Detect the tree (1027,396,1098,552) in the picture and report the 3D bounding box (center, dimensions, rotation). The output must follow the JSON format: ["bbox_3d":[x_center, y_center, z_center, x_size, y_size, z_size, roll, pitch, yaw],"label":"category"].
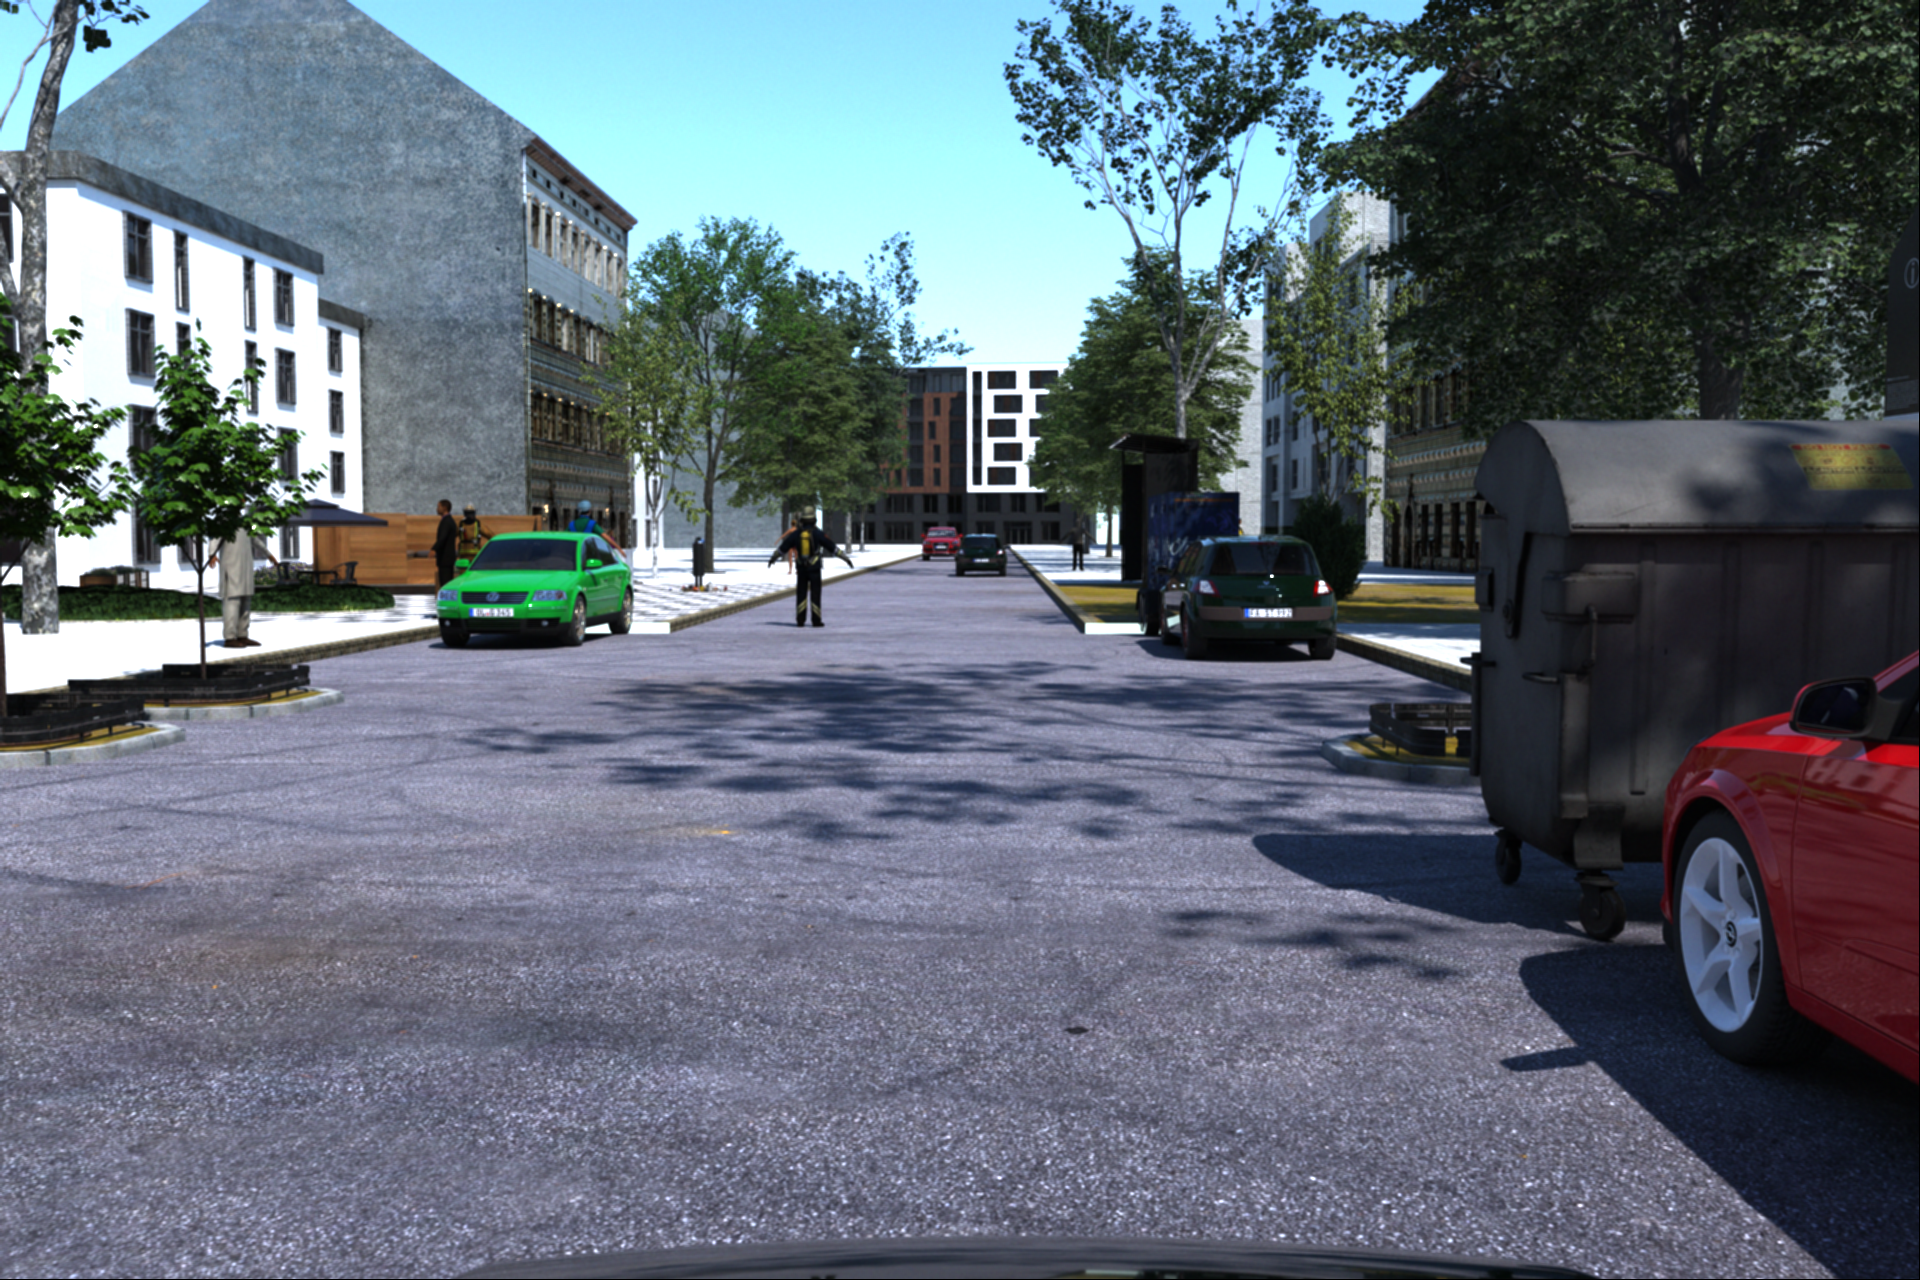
[{"bbox_3d":[8.637,-12.137,124.202,9.928,11.665,9.643,0,3,0],"label":"tree"}]

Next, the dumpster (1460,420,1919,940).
[{"bbox_3d":[2.962,0.100,6.573,1.865,1.857,1.264,0,4,0],"label":"dumpster"}]

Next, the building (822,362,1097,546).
[{"bbox_3d":[0.616,-22.869,220.332,32.646,21.610,27.936,0,4,8],"label":"building"}]

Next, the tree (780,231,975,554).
[{"bbox_3d":[-5.836,-15.422,108.038,12.611,20.169,13.585,0,3,0],"label":"tree"}]

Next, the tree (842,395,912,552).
[{"bbox_3d":[-7.063,-12.301,126.881,9.928,11.665,9.643,0,3,0],"label":"tree"}]

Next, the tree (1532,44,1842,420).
[{"bbox_3d":[16.425,-7.513,40.966,7.486,12.596,7.792,0,3,0],"label":"tree"}]

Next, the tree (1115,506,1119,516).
[{"bbox_3d":[21.734,-16.621,222.117,4.737,8.622,4.395,0,3,0],"label":"tree"}]

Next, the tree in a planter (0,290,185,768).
[{"bbox_3d":[-6.359,-0.868,11.418,1.991,3.239,1.994,0,4,1],"label":"tree in a planter"}]

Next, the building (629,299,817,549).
[{"bbox_3d":[-23.567,-20.110,159.719,19.493,23.208,18.063,0,4,2],"label":"building"}]

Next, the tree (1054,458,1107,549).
[{"bbox_3d":[8.552,-10.288,118.568,4.360,8.622,3.978,0,3,0],"label":"tree"}]

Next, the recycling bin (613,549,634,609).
[{"bbox_3d":[-5.973,-1.032,29.434,0.722,1.027,0.722,0,4,2],"label":"recycling bin"}]

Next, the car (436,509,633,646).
[{"bbox_3d":[-5.675,-0.899,23.495,1.959,1.807,4.718,0,4,1],"label":"car"}]

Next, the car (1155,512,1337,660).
[{"bbox_3d":[3.440,-0.696,21.171,2.009,1.686,4.222,0,4,1],"label":"car"}]

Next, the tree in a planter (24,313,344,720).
[{"bbox_3d":[-6.255,-1.040,14.219,1.991,3.239,1.994,0,4,1],"label":"tree in a planter"}]

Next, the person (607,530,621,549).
[{"bbox_3d":[-12.136,-3.136,60.544,0.599,1.433,0.991,1,4,19],"label":"person"}]

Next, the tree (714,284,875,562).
[{"bbox_3d":[-7.607,-9.848,79.143,7.486,12.596,7.792,0,3,0],"label":"tree"}]

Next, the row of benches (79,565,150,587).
[{"bbox_3d":[-16.135,-1.078,33.093,1.422,0.672,4.104,-1,4,-17],"label":"row of benches"}]

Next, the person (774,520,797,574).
[{"bbox_3d":[-5.364,-2.972,55.395,1.217,1.733,0.721,-2,4,-31],"label":"person"}]

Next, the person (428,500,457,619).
[{"bbox_3d":[-7.824,-1.226,26.270,0.704,1.802,1.346,0,4,-6],"label":"person"}]

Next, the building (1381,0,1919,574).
[{"bbox_3d":[25.657,-13.881,57.881,19.493,23.208,18.063,0,4,1],"label":"building"}]

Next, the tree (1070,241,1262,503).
[{"bbox_3d":[7.982,-9.165,67.970,7.486,12.596,7.792,0,3,0],"label":"tree"}]

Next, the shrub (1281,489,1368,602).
[{"bbox_3d":[6.312,-1.621,30.546,1.661,2.075,1.752,0,3,0],"label":"shrub"}]

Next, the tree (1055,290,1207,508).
[{"bbox_3d":[7.800,-9.993,81.518,7.486,12.596,7.792,0,3,0],"label":"tree"}]

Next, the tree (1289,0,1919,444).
[{"bbox_3d":[9.038,-6.974,20.678,9.857,13.997,8.962,0,3,0],"label":"tree"}]

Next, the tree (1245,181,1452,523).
[{"bbox_3d":[7.851,-5.249,36.176,4.737,8.622,4.395,0,3,0],"label":"tree"}]

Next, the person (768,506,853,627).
[{"bbox_3d":[-2.325,-1.130,26.712,1.354,1.856,0.705,1,4,9],"label":"person"}]

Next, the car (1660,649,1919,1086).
[{"bbox_3d":[2.942,0.344,3.416,2.155,1.783,4.494,0,4,1],"label":"car"}]

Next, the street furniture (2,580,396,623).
[{"bbox_3d":[-14.529,-0.734,27.627,10.072,0.657,5.734,0,4,-2],"label":"street furniture"}]

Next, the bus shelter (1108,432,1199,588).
[{"bbox_3d":[4.775,-3.172,43.150,1.731,3.624,6.357,0,4,1],"label":"bus shelter"}]

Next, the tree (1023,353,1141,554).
[{"bbox_3d":[7.756,-11.690,109.260,7.486,12.596,7.792,0,3,0],"label":"tree"}]

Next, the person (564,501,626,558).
[{"bbox_3d":[-5.971,-1.319,27.697,1.347,1.817,0.704,1,4,21],"label":"person"}]

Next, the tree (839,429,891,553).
[{"bbox_3d":[-6.679,-10.236,117.716,4.360,8.622,3.978,0,3,0],"label":"tree"}]

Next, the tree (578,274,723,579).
[{"bbox_3d":[-8.651,-6.027,48.896,4.737,8.622,4.395,0,3,0],"label":"tree"}]

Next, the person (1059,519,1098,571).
[{"bbox_3d":[4.143,-3.339,60.724,1.348,1.813,0.705,1,4,8],"label":"person"}]

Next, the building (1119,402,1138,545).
[{"bbox_3d":[26.876,-19.686,188.317,16.747,18.905,31.486,0,4,1],"label":"building"}]

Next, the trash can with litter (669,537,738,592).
[{"bbox_3d":[-5.733,-1.718,39.151,1.678,1.210,2.233,0,4,2],"label":"trash can with litter"}]

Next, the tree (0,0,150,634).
[{"bbox_3d":[-13.160,-10.188,22.456,12.611,20.169,13.585,0,3,0],"label":"tree"}]

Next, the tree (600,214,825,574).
[{"bbox_3d":[-8.121,-7.985,56.305,9.928,11.665,9.643,0,3,0],"label":"tree"}]

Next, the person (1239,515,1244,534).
[{"bbox_3d":[8.016,-2.689,49.937,0.705,1.833,1.349,3,4,37],"label":"person"}]

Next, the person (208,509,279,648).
[{"bbox_3d":[-8.175,-0.828,19.630,0.704,1.819,1.344,0,4,8],"label":"person"}]

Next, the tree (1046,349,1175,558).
[{"bbox_3d":[8.169,-10.246,93.279,9.928,11.665,9.643,0,3,0],"label":"tree"}]

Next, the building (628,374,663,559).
[{"bbox_3d":[-21.451,-9.615,99.348,9.099,9.664,28.070,0,4,0],"label":"building"}]

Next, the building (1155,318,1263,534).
[{"bbox_3d":[25.952,-17.383,150.666,16.747,18.905,31.486,0,4,1],"label":"building"}]

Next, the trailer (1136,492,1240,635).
[{"bbox_3d":[3.321,-1.128,25.491,1.471,1.999,3.904,0,4,0],"label":"trailer"}]

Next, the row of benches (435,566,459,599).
[{"bbox_3d":[-8.500,-1.118,33.742,4.104,0.672,1.422,1,4,23],"label":"row of benches"}]

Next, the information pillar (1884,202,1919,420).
[{"bbox_3d":[6.567,-1.263,12.007,0.183,3.616,0.504,0,4,1],"label":"information pillar"}]

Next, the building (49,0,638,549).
[{"bbox_3d":[-25.496,-14.925,74.945,19.493,23.208,18.063,0,4,2],"label":"building"}]

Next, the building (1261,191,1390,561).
[{"bbox_3d":[28.028,-14.161,97.982,16.747,18.905,31.486,0,4,1],"label":"building"}]

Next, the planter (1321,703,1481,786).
[{"bbox_3d":[3.327,0.631,10.826,1.991,0.319,1.994,0,4,1],"label":"planter"}]

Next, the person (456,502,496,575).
[{"bbox_3d":[-8.809,-1.553,31.158,1.354,1.858,0.705,-1,4,-12],"label":"person"}]

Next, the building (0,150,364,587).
[{"bbox_3d":[-23.627,-6.727,52.140,9.099,9.664,28.070,0,4,1],"label":"building"}]

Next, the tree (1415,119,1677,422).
[{"bbox_3d":[9.954,-4.867,29.934,4.737,8.622,4.395,0,3,0],"label":"tree"}]

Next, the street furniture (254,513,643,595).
[{"bbox_3d":[-13.244,-2.050,40.380,11.010,1.723,9.812,-1,4,-14],"label":"street furniture"}]

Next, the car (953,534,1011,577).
[{"bbox_3d":[0.746,-3.042,59.530,2.009,1.686,4.222,0,4,2],"label":"car"}]

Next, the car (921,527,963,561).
[{"bbox_3d":[-0.970,-5.208,93.828,2.281,1.827,5.304,0,4,1],"label":"car"}]

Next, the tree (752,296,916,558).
[{"bbox_3d":[-7.285,-11.456,93.960,9.857,13.997,8.962,0,3,0],"label":"tree"}]

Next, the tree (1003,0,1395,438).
[{"bbox_3d":[8.203,-12.085,53.483,12.611,20.169,13.585,0,3,0],"label":"tree"}]
